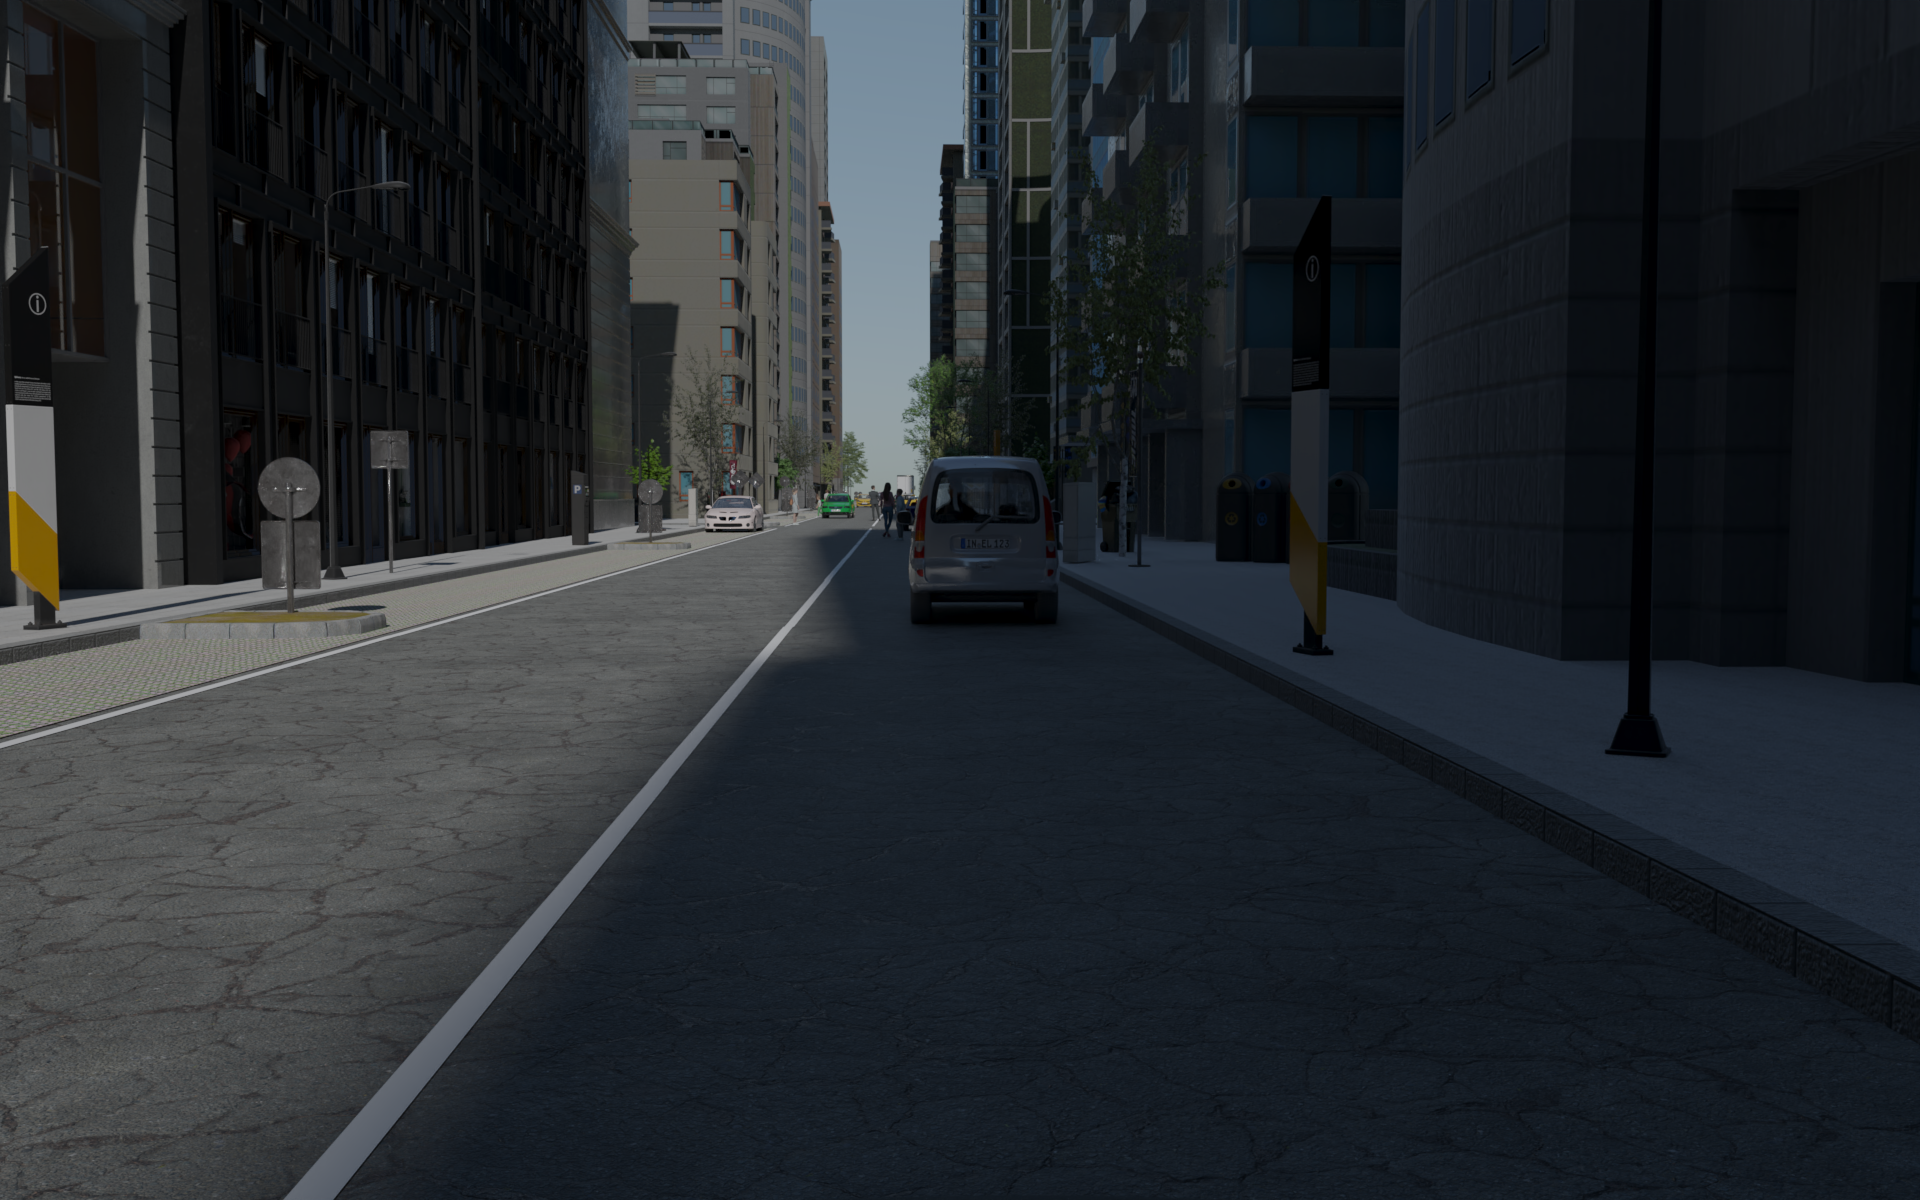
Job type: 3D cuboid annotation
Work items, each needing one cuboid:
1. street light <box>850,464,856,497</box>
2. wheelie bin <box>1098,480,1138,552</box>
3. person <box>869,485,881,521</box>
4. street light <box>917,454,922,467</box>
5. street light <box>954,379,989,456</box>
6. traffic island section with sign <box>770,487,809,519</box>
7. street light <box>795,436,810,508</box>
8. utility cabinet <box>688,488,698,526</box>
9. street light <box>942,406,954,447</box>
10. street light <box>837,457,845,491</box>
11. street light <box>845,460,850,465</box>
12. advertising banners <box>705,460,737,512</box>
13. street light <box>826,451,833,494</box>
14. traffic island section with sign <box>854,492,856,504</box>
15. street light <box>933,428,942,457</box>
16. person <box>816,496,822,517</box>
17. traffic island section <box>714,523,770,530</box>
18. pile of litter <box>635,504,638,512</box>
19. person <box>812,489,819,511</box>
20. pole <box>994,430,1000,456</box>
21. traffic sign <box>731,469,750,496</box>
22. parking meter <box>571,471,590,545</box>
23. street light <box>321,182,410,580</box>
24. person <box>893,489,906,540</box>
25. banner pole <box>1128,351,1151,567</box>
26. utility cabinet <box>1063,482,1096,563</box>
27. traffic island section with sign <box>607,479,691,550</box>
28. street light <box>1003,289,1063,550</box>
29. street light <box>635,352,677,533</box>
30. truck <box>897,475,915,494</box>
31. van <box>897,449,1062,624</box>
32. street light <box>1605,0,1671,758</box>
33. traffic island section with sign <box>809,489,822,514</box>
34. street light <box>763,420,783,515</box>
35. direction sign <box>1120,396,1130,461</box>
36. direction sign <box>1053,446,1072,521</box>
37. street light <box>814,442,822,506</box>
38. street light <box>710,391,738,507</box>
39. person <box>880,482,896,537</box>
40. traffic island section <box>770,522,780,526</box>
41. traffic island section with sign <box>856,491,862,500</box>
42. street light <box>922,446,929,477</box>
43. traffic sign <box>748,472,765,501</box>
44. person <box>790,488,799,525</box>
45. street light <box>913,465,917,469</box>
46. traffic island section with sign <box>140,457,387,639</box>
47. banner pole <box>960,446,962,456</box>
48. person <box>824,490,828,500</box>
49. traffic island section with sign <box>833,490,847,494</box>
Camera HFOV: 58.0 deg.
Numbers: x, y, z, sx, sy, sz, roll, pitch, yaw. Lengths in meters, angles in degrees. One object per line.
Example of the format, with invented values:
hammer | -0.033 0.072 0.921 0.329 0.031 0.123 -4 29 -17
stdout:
street light | -17.287 -18.069 267.971 1.470 5.913 1.316 0 4 -2
wheelie bin | 3.544 -1.856 38.252 0.980 1.594 0.693 -2 4 -31
person | -4.565 -5.183 92.611 0.648 1.900 0.474 0 4 -1
street light | -3.885 -13.862 199.180 1.470 5.913 1.316 0 4 -2
street light | 0.609 -5.975 70.228 1.470 5.913 1.316 0 4 -2
traffic island section with sign | -9.973 -5.614 100.412 1.989 1.847 2.006 0 4 -2
street light | -12.686 -10.175 138.902 1.470 5.913 1.316 0 4 -2
utility cabinet | -10.585 -3.668 68.644 0.318 1.500 1.173 0 4 -5
street light | -0.050 -7.286 91.664 1.470 5.913 1.316 0 4 -2
street light | -15.427 -14.901 216.177 1.470 5.913 1.316 0 4 -2
street light | -16.191 -16.202 237.440 1.470 5.913 1.316 0 4 -2
advertising banners | -12.215 -5.663 88.778 2.074 3.025 0.090 2 4 31
street light | -14.408 -13.031 185.593 1.470 5.913 1.316 0 4 -2
traffic island section with sign | -13.583 -11.994 204.731 1.989 1.847 2.006 0 4 -2
street light | -1.219 -9.153 122.192 1.470 5.913 1.316 0 4 -2
person | -8.663 -5.771 107.112 0.590 1.304 0.306 -2 4 -27
traffic island section | -8.909 -2.928 70.149 2.009 0.180 2.903 0 4 -2
pile of litter | -15.279 -4.200 82.627 1.719 0.858 1.176 -2 4 -25
person | -11.387 -7.766 135.430 0.822 1.834 0.622 -1 4 -13
pole | 1.180 -3.761 55.341 0.158 3.312 0.155 0 3 0
traffic sign | -8.886 -4.064 70.088 0.795 2.450 0.064 0 4 -2
parking meter | -9.488 -2.299 43.293 0.399 1.863 0.255 1 4 14
street light | -8.869 -3.263 25.883 1.470 5.913 1.316 0 4 -2
person | -1.861 -2.654 53.711 0.330 1.601 0.589 1 4 22
banner pole | 3.125 -2.490 30.731 0.401 3.779 0.863 -1 4 -11
utility cabinet | 2.228 -1.453 32.432 0.318 1.500 1.173 1 4 21
traffic island section with sign | -8.061 -2.230 45.096 1.989 1.847 2.006 0 4 -2
street light | 1.682 -4.096 39.505 1.470 5.913 1.316 0 4 -2
street light | -9.958 -5.154 56.809 1.470 5.913 1.316 0 4 -2
truck | -8.188 -16.678 261.596 2.839 4.237 11.283 0 4 -1
van | 0.242 -0.827 20.535 2.013 2.044 4.112 0 4 -1
street light | 2.823 -2.193 8.400 1.470 5.913 1.316 0 4 -2
traffic island section with sign | -10.916 -7.276 127.583 1.989 1.847 2.006 0 4 -2
street light | -11.739 -8.307 108.366 1.470 5.913 1.316 0 4 -2
direction sign | 3.853 -2.959 40.381 0.379 3.537 0.876 -1 4 -8
direction sign | 4.838 -5.489 81.737 0.876 3.537 0.379 0 4 0
street light | -13.257 -11.120 154.347 1.470 5.913 1.316 0 4 -2
street light | -10.657 -6.440 77.834 1.470 5.913 1.316 0 4 -2
person | -2.376 -2.995 57.470 0.555 1.821 0.388 0 4 3
traffic island section | -9.187 -3.416 78.129 2.009 0.180 2.903 0 4 -2
traffic island section with sign | -16.468 -17.060 287.565 1.989 1.847 2.006 0 4 -2
street light | -2.716 -11.933 167.643 1.470 5.913 1.316 0 4 -2
traffic sign | -9.163 -4.552 78.068 0.795 2.450 0.064 0 4 -2
person | -7.683 -4.353 80.683 0.522 1.701 0.512 -1 4 -22
street light | -5.649 -16.977 250.115 1.470 5.913 1.316 0 4 -2
traffic island section with sign | -7.103 -0.571 17.962 1.989 1.847 2.006 0 4 -2
banner pole | 0.039 -6.126 90.174 0.401 3.779 0.863 0 4 -4
person | -9.499 -7.065 124.587 0.480 1.755 0.524 0 4 6
traffic island section with sign | -12.641 -10.330 177.522 1.989 1.847 2.006 0 4 -2
